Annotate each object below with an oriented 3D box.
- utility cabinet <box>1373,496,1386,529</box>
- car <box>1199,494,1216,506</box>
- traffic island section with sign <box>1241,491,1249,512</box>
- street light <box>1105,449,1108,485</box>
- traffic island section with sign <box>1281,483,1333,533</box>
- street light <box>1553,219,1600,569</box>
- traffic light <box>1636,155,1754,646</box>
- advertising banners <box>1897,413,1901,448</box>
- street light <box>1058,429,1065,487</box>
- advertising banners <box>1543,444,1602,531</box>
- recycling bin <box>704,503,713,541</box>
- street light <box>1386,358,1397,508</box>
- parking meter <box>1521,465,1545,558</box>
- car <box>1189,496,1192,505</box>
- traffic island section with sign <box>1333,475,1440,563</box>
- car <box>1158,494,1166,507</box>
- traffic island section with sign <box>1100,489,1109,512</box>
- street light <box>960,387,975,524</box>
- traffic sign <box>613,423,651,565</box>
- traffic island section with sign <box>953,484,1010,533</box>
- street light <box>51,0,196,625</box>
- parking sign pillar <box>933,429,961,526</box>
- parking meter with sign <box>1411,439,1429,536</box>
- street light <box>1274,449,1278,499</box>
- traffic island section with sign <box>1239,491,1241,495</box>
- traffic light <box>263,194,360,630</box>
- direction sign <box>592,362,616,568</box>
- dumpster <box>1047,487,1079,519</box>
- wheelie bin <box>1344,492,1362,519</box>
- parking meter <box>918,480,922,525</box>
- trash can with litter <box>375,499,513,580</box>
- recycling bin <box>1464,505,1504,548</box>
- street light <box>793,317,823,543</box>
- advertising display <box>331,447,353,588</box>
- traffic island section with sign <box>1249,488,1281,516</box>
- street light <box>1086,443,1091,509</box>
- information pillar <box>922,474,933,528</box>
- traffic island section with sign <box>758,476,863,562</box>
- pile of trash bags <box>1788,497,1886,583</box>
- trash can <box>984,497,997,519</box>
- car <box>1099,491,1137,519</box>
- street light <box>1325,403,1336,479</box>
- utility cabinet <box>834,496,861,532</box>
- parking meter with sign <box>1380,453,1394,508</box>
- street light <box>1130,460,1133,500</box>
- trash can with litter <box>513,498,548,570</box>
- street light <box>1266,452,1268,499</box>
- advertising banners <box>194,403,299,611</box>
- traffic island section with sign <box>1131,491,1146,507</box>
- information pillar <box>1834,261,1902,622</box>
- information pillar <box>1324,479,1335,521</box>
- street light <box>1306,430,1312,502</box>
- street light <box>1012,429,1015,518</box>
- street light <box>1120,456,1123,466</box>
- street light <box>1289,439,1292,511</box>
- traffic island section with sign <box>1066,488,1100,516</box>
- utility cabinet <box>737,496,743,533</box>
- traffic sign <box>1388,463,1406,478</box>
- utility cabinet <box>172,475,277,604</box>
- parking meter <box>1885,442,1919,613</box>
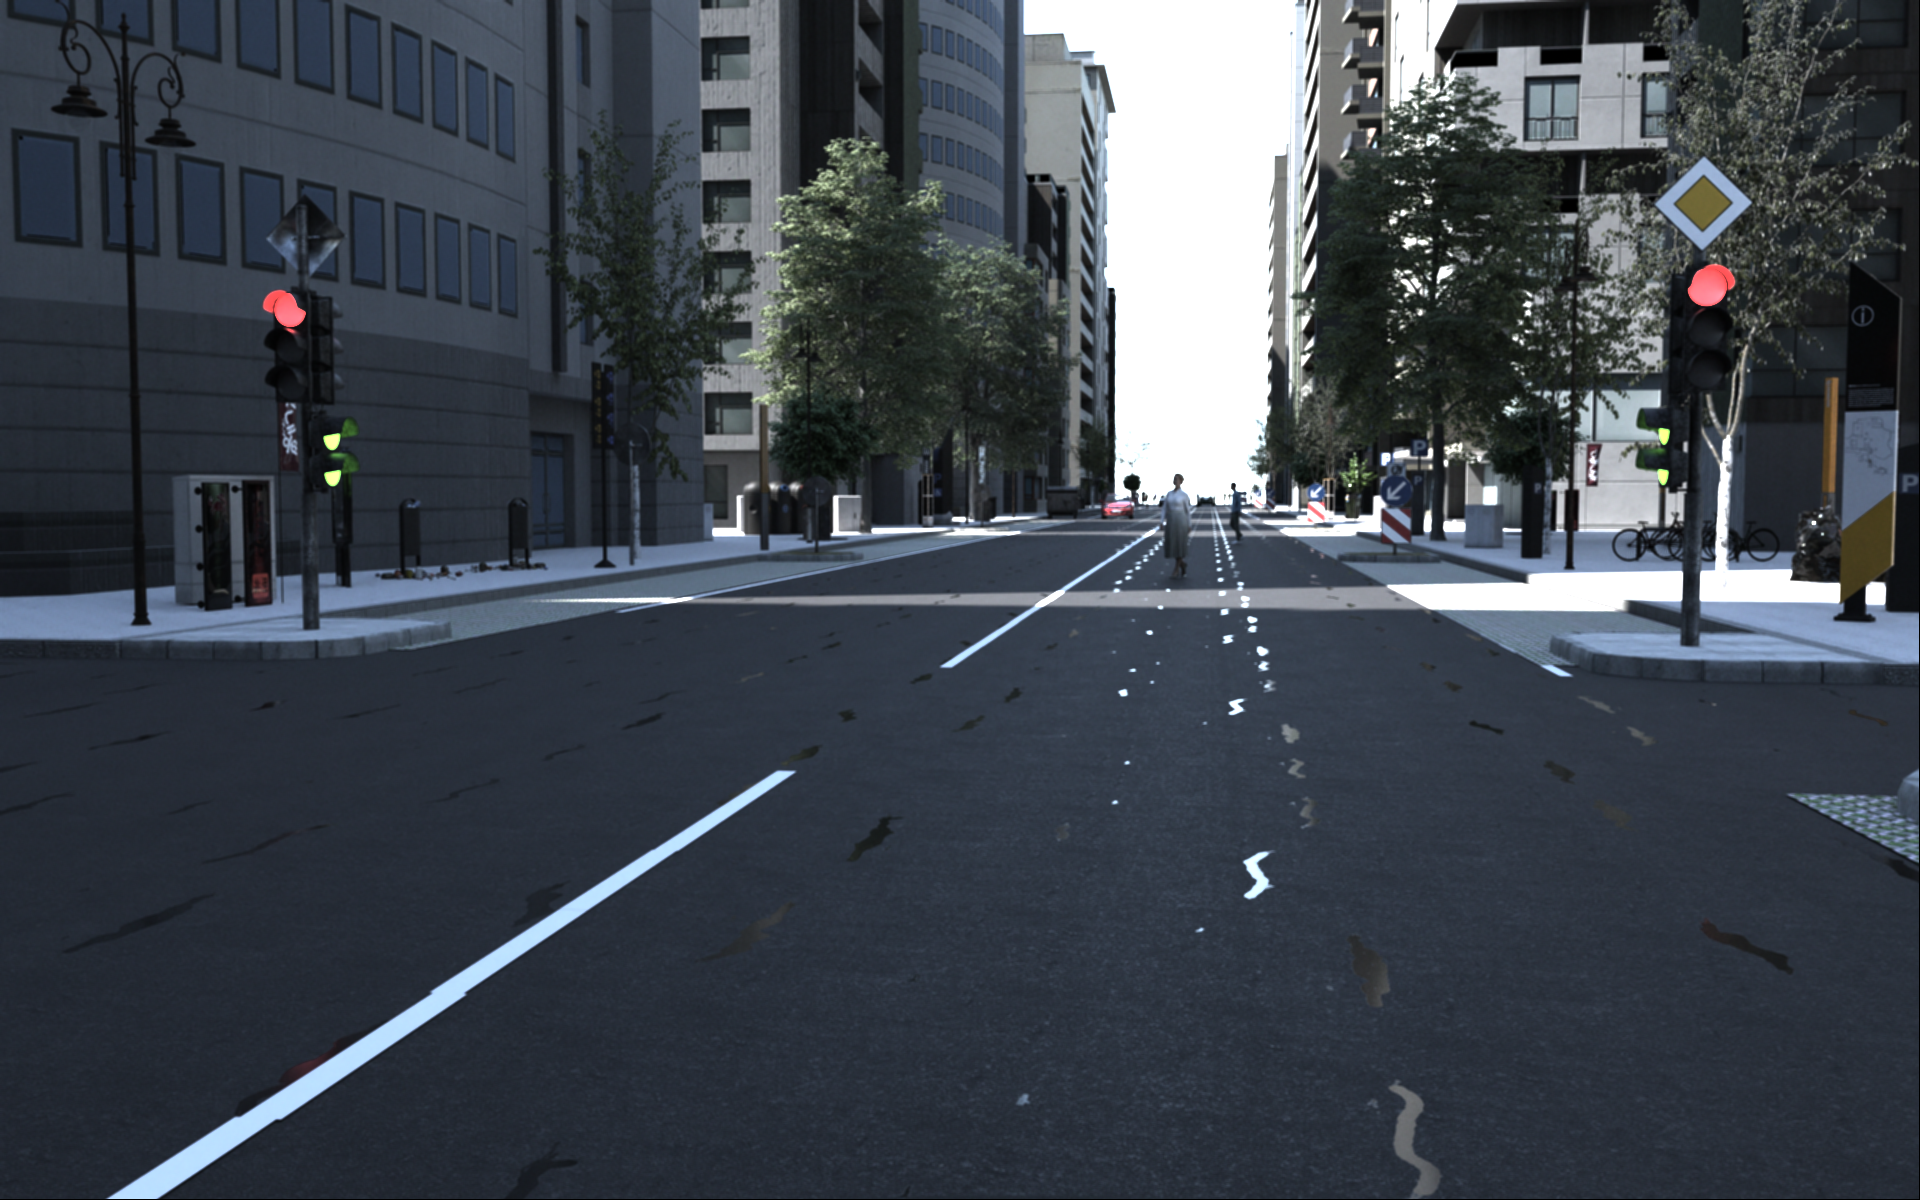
[{"bbox_3d":[15.360,-3.195,63.408,0.306,1.237,1.020,0,4,4],"label":"utility cabinet"},{"bbox_3d":[29.772,-12.067,209.098,2.131,1.459,4.920,1,4,10],"label":"car"},{"bbox_3d":[23.957,-8.027,139.877,1.989,1.847,2.006,1,4,8],"label":"traffic island section with sign"},{"bbox_3d":[14.758,-12.371,175.059,0.468,5.910,1.993,1,4,8],"label":"street light"},{"bbox_3d":[13.008,-3.389,64.038,1.989,1.847,2.006,1,4,8],"label":"traffic island section with sign"},{"bbox_3d":[10.402,-3.462,29.386,0.468,5.910,1.993,1,4,8],"label":"street light"},{"bbox_3d":[6.156,-1.567,14.539,0.839,4.253,0.868,1,4,8],"label":"traffic light"},{"bbox_3d":[20.120,-2.493,36.941,0.090,3.025,2.074,1,4,18],"label":"advertising banners"},{"bbox_3d":[7.053,-9.081,121.263,0.468,5.910,1.993,1,4,8],"label":"street light"},{"bbox_3d":[21.236,-3.913,60.170,2.074,3.025,0.090,0,4,1],"label":"advertising banners"},{"bbox_3d":[-7.249,-2.139,47.522,0.722,1.027,0.722,-3,4,-38],"label":"recycling bin"},{"bbox_3d":[14.538,-5.237,58.415,0.468,5.910,1.993,1,4,8],"label":"street light"},{"bbox_3d":[11.451,-1.768,34.614,0.399,1.863,0.255,-2,4,-29],"label":"parking meter"},{"bbox_3d":[29.116,-13.039,224.993,2.131,1.459,4.920,0,4,8],"label":"car"},{"bbox_3d":[9.079,-1.725,36.827,1.989,1.847,2.006,1,4,8],"label":"traffic island section with sign"},{"bbox_3d":[23.501,-11.449,196.983,2.009,1.686,4.222,1,4,10],"label":"car"},{"bbox_3d":[11.972,-8.158,142.018,1.989,1.847,2.006,1,4,8],"label":"traffic island section with sign"},{"bbox_3d":[0.295,-6.218,74.446,0.468,5.910,1.993,1,4,8],"label":"street light"},{"bbox_3d":[-5.915,-1.898,31.142,0.768,2.556,0.104,1,4,17],"label":"traffic sign"},{"bbox_3d":[0.838,-3.446,64.969,1.989,1.847,2.006,1,4,8],"label":"traffic island section with sign"},{"bbox_3d":[-8.032,-2.693,16.812,0.468,5.910,1.993,1,4,8],"label":"street light"},{"bbox_3d":[-0.693,-5.041,70.886,1.447,3.967,1.447,1,4,19],"label":"parking sign pillar"},{"bbox_3d":[14.334,-3.547,54.247,0.543,3.016,1.738,1,4,18],"label":"parking meter with sign"},{"bbox_3d":[29.815,-11.698,164.052,0.468,5.910,1.993,1,4,8],"label":"street light"},{"bbox_3d":[31.841,-11.362,194.388,1.989,1.847,2.006,1,4,8],"label":"traffic island section with sign"},{"bbox_3d":[-6.130,-1.674,16.291,0.839,4.253,0.868,1,4,8],"label":"traffic light"},{"bbox_3d":[-6.208,-2.336,30.192,0.379,3.537,0.876,1,4,11],"label":"direction sign"},{"bbox_3d":[5.852,-5.538,98.767,1.865,1.857,1.264,0,4,8],"label":"dumpster"},{"bbox_3d":[20.105,-4.931,88.526,0.693,1.594,0.980,3,5,40],"label":"wheelie bin"},{"bbox_3d":[-1.593,-4.094,72.646,0.255,1.863,0.399,-1,4,-15],"label":"parking meter"},{"bbox_3d":[-8.226,-0.964,26.814,1.678,1.210,2.233,1,4,10],"label":"trash can with litter"},{"bbox_3d":[12.509,-1.761,41.346,0.722,1.027,0.722,3,4,36],"label":"recycling bin"},{"bbox_3d":[-3.957,-4.439,45.365,0.468,5.910,1.993,1,4,8],"label":"street light"},{"bbox_3d":[-8.602,-1.155,24.105,0.123,1.923,0.974,-2,4,-29],"label":"advertising display"},{"bbox_3d":[19.989,-6.349,112.428,1.989,1.847,2.006,1,4,8],"label":"traffic island section with sign"},{"bbox_3d":[11.093,-10.853,150.236,0.468,5.910,1.993,1,4,8],"label":"street light"},{"bbox_3d":[-1.208,-3.702,65.022,0.304,2.012,0.304,3,5,39],"label":"information pillar"},{"bbox_3d":[-3.150,-1.755,37.322,1.989,1.847,2.006,1,4,8],"label":"traffic island section with sign"},{"bbox_3d":[13.747,-1.011,26.282,1.912,1.369,3.447,2,4,33],"label":"pile of trash bags"},{"bbox_3d":[1.560,-4.750,89.323,0.748,1.137,0.748,0,3,0],"label":"trash can"},{"bbox_3d":[9.072,-5.534,99.524,2.155,1.783,4.494,0,4,6],"label":"car"},{"bbox_3d":[18.727,-7.030,87.727,0.468,5.910,1.993,1,4,8],"label":"street light"},{"bbox_3d":[-3.765,-2.885,58.330,1.020,1.237,0.306,-3,4,-38],"label":"utility cabinet"},{"bbox_3d":[17.803,-4.662,72.490,0.543,3.016,1.738,1,4,18],"label":"parking meter with sign"},{"bbox_3d":[23.100,-15.926,233.169,0.468,5.910,1.993,1,4,8],"label":"street light"},{"bbox_3d":[-7.809,-1.124,29.434,1.678,1.210,2.233,1,4,18],"label":"trash can with litter"},{"bbox_3d":[33.043,-13.063,186.371,0.468,5.910,1.993,1,4,8],"label":"street light"},{"bbox_3d":[-8.065,-1.443,19.784,0.090,3.025,2.074,1,4,11],"label":"advertising banners"},{"bbox_3d":[19.888,-11.512,196.847,1.989,1.847,2.006,1,4,8],"label":"traffic island section with sign"},{"bbox_3d":[9.097,-1.589,17.331,0.504,3.616,0.183,3,5,43],"label":"information pillar"},{"bbox_3d":[17.937,-4.851,83.807,0.304,2.012,0.304,0,4,-1],"label":"information pillar"},{"bbox_3d":[21.410,-8.142,105.911,0.468,5.910,1.993,1,4,8],"label":"street light"},{"bbox_3d":[2.877,-7.327,92.590,0.468,5.910,1.993,1,4,8],"label":"street light"},{"bbox_3d":[18.960,-14.140,203.982,0.468,5.910,1.993,1,4,8],"label":"street light"},{"bbox_3d":[25.729,-9.925,135.068,0.468,5.910,1.993,1,4,8],"label":"street light"},{"bbox_3d":[8.082,-6.508,115.029,1.989,1.847,2.006,1,4,8],"label":"traffic island section with sign"},{"bbox_3d":[-6.907,-2.858,57.894,1.020,1.237,0.306,-2,4,-25],"label":"utility cabinet"},{"bbox_3d":[14.189,-3.316,56.349,0.606,2.300,0.079,1,4,9],"label":"traffic sign"},{"bbox_3d":[-8.669,-0.719,20.429,0.318,1.500,1.173,2,4,29],"label":"utility cabinet"},{"bbox_3d":[10.288,-0.804,18.851,0.399,1.863,0.255,1,4,20],"label":"parking meter"}]
